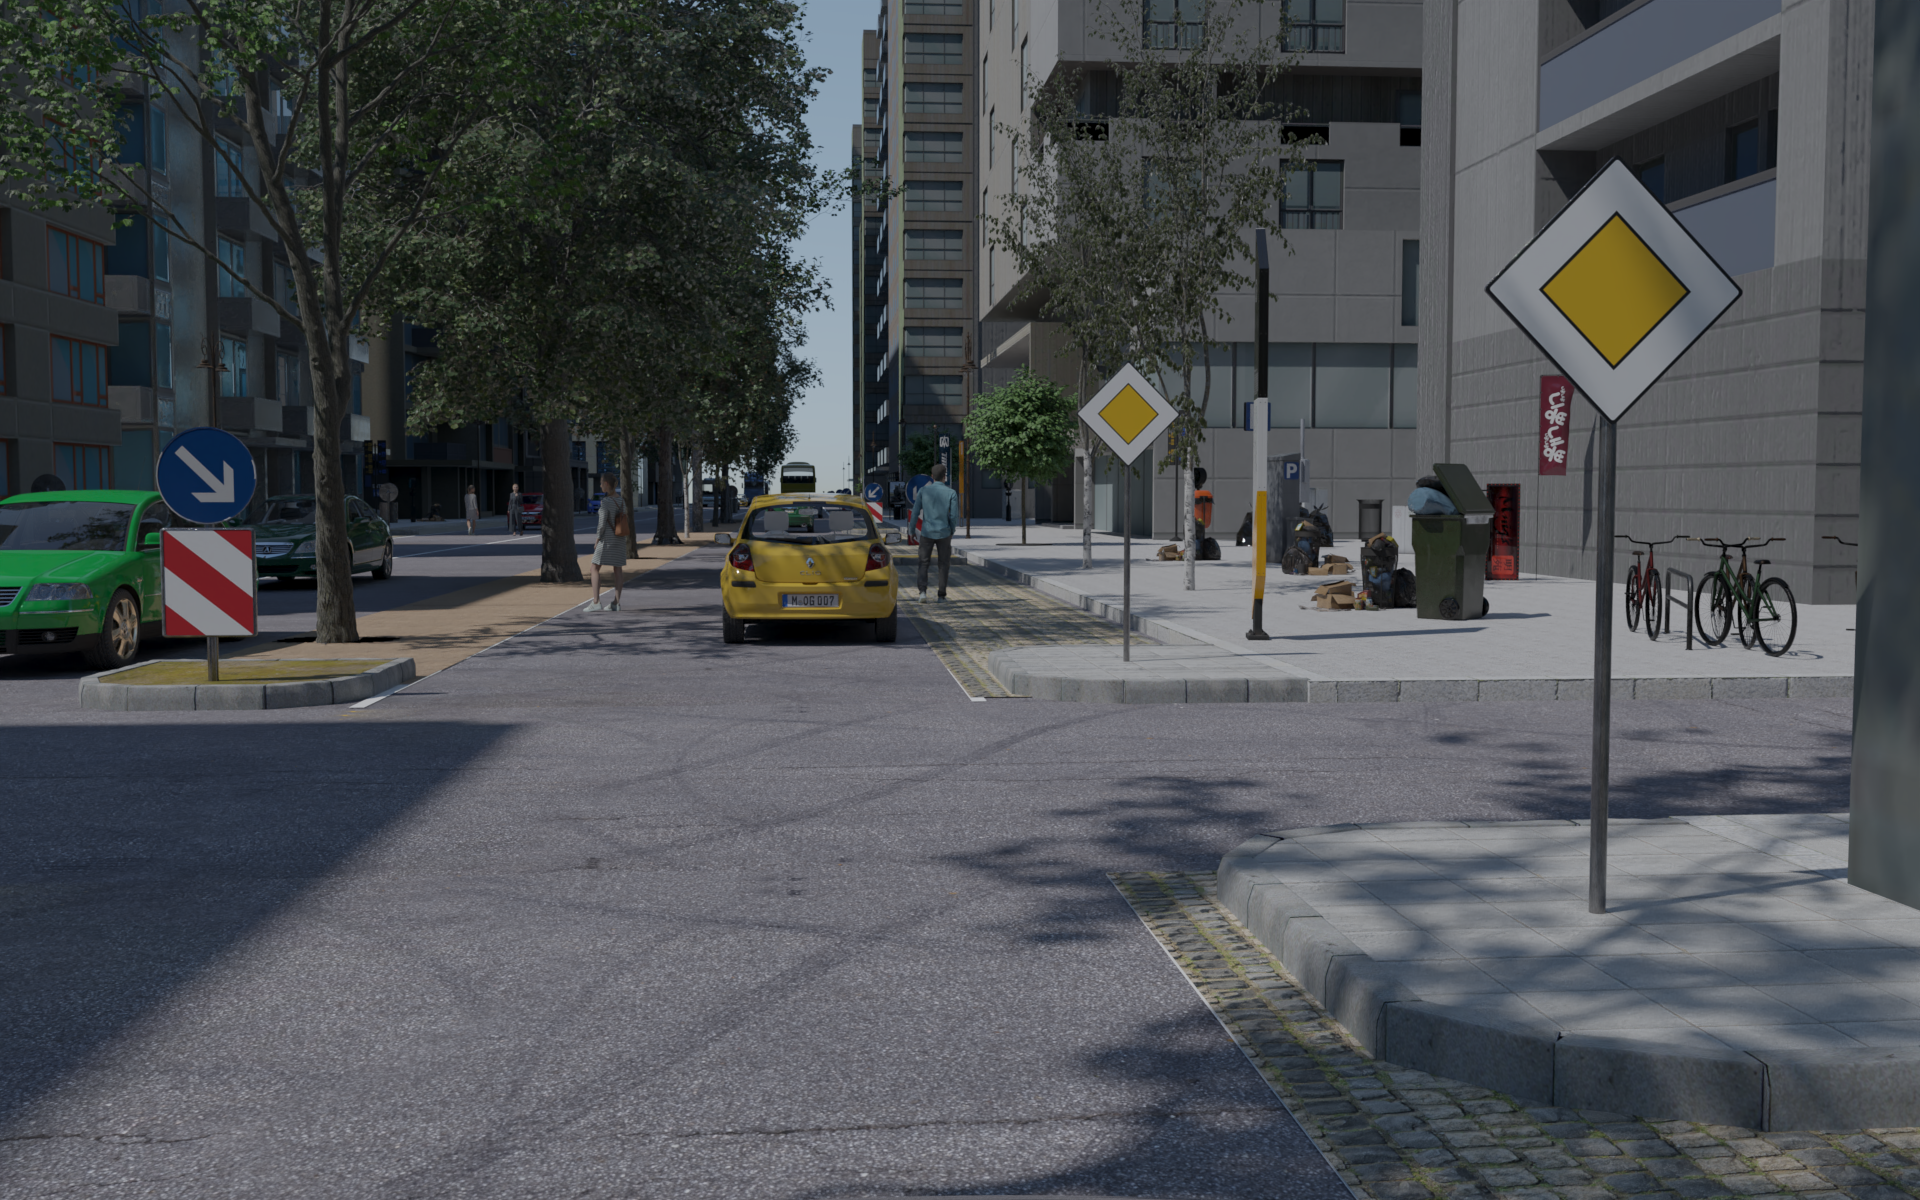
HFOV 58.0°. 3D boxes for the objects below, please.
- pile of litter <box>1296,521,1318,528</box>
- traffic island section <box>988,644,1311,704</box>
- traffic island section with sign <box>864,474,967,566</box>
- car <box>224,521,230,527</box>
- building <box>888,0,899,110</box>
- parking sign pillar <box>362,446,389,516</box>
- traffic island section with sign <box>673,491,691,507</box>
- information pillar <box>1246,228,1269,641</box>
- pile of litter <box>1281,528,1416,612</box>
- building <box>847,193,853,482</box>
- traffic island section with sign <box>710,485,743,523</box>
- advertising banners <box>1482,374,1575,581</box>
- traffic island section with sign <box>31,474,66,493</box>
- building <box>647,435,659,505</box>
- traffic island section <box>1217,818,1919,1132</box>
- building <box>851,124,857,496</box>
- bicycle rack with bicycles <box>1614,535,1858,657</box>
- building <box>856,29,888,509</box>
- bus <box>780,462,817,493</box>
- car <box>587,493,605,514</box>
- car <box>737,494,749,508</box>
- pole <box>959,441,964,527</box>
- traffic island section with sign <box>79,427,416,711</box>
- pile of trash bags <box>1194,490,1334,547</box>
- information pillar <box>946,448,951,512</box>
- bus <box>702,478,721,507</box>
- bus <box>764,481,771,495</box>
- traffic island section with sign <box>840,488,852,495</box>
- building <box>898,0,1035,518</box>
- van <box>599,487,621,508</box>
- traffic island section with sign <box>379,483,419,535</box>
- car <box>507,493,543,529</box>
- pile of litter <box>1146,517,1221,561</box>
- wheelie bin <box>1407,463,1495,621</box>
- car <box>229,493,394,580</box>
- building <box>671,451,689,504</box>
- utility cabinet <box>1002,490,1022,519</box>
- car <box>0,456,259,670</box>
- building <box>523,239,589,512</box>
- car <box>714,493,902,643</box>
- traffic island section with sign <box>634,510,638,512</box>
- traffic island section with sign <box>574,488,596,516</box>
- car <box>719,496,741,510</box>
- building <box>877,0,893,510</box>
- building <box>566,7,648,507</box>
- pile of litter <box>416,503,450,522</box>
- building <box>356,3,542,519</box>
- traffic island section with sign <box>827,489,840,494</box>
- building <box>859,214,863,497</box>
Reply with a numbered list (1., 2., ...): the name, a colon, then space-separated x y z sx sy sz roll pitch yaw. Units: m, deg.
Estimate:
1. pile of litter: 5.847 -0.853 27.911 1.719 0.858 1.176 -3 5 -39
2. traffic island section: 1.295 0.550 13.281 2.009 0.180 2.903 0 4 -5
3. traffic island section with sign: -0.924 -1.638 35.413 1.989 1.847 2.006 0 4 -5
4. car: -13.237 -0.990 27.992 2.131 1.459 4.920 0 4 -6
5. building: 2.570 -28.262 112.200 14.600 45.320 14.200 0 4 -5
6. parking sign pillar: -28.840 -5.921 85.287 1.447 3.967 1.447 -3 5 -42
7. traffic island section with sign: -31.446 -11.324 193.773 1.989 1.847 2.006 0 4 -5
8. information pillar: 2.626 -1.455 15.147 0.183 3.616 0.504 0 4 5
9. pile of litter: 4.502 -0.342 19.553 1.719 0.858 1.176 -2 4 -26
10. building: -3.190 -37.474 232.307 23.786 49.044 30.456 0 4 -5
11. traffic island section with sign: -11.544 -4.839 87.261 2.006 1.907 1.989 0 4 -5
12. advertising banners: 8.015 -1.801 25.633 2.074 3.025 0.090 1 4 16
13. traffic island section with sign: -17.796 -1.517 33.428 1.989 1.847 2.006 0 4 -5
14. building: -43.045 -34.111 207.822 14.600 45.320 14.200 0 4 -5
15. traffic island section: 1.973 1.037 5.325 2.009 0.180 2.903 0 4 -5
16. building: -5.161 -31.286 195.120 14.154 41.232 14.086 0 4 -5
17. bicycle rack with bicycles: 6.918 -0.080 14.685 2.852 0.926 2.925 1 4 18
18. building: -1.885 -28.963 157.134 14.154 41.232 14.086 0 4 -5
19. bus: -12.247 -8.537 131.129 2.896 3.916 12.252 0 4 -5
20. car: -25.114 -6.851 121.603 1.945 1.707 3.694 0 4 -4
21. car: -23.413 -10.625 183.936 2.015 1.641 3.980 0 4 -6
22. pole: 0.053 -4.453 66.650 0.158 3.312 0.155 0 3 0
23. traffic island section with sign: -5.156 -0.260 12.393 2.006 1.907 1.989 0 4 -5
24. pile of trash bags: 7.263 -1.984 42.187 3.447 1.369 1.912 0 4 -7
25. information pillar: -0.618 -5.026 73.534 0.504 3.616 0.183 1 4 22
26. bus: -27.544 -12.070 192.211 2.948 3.499 13.247 0 4 -6
27. bus: -27.524 -14.924 238.863 2.948 3.499 13.247 0 4 -5
28. traffic island section with sign: -3.259 -3.317 62.854 1.989 1.847 2.006 0 4 -5
29. building: 3.474 -25.313 97.456 14.154 41.232 14.086 0 4 -5
30. van: -21.062 -6.067 106.201 2.013 2.044 4.112 0 4 -5
31. traffic island section with sign: -20.109 -3.186 60.726 1.989 1.847 2.006 0 4 -5
32. car: -17.153 -3.732 70.055 2.155 1.783 4.494 0 4 -5
33. pile of litter: 4.343 -1.198 33.558 1.719 0.858 1.176 -1 4 -18
34. wheelie bin: 5.020 -0.607 17.825 0.980 1.594 0.693 -3 5 -45
35. car: -10.373 -0.972 27.683 2.131 1.459 4.920 0 4 -6
36. building: -44.739 -33.797 236.183 14.154 41.232 14.086 0 4 -5
37. utility cabinet: 2.616 -4.763 86.560 0.318 1.500 1.173 3 5 43
38. car: -7.781 -0.407 15.451 1.959 1.807 4.718 0 4 -4
39. building: -37.832 -41.901 123.340 20.563 71.187 20.611 0 4 -5
40. car: -1.581 -0.482 18.110 2.015 1.641 3.980 0 4 -5
41. traffic island section with sign: -26.681 -7.909 137.941 1.989 1.847 2.006 0 4 -5
42. traffic island section with sign: -24.403 -6.266 111.082 1.989 1.847 2.006 0 4 -5
43. car: -20.507 -8.844 154.382 2.009 1.686 4.222 0 4 -6
44. building: 4.937 -31.533 135.165 23.786 49.044 30.456 0 4 -5
45. building: -44.291 -53.240 183.147 22.319 86.520 31.000 0 4 -5
46. pile of litter: -24.616 -4.089 80.819 1.719 0.858 1.176 3 4 38
47. building: -36.415 -27.199 99.331 22.147 44.769 28.867 0 4 -5
48. traffic island section with sign: -9.803 -8.007 139.549 1.989 1.847 2.006 0 4 -5
49. building: -3.500 -25.042 181.142 14.160 30.474 14.107 0 4 -5
